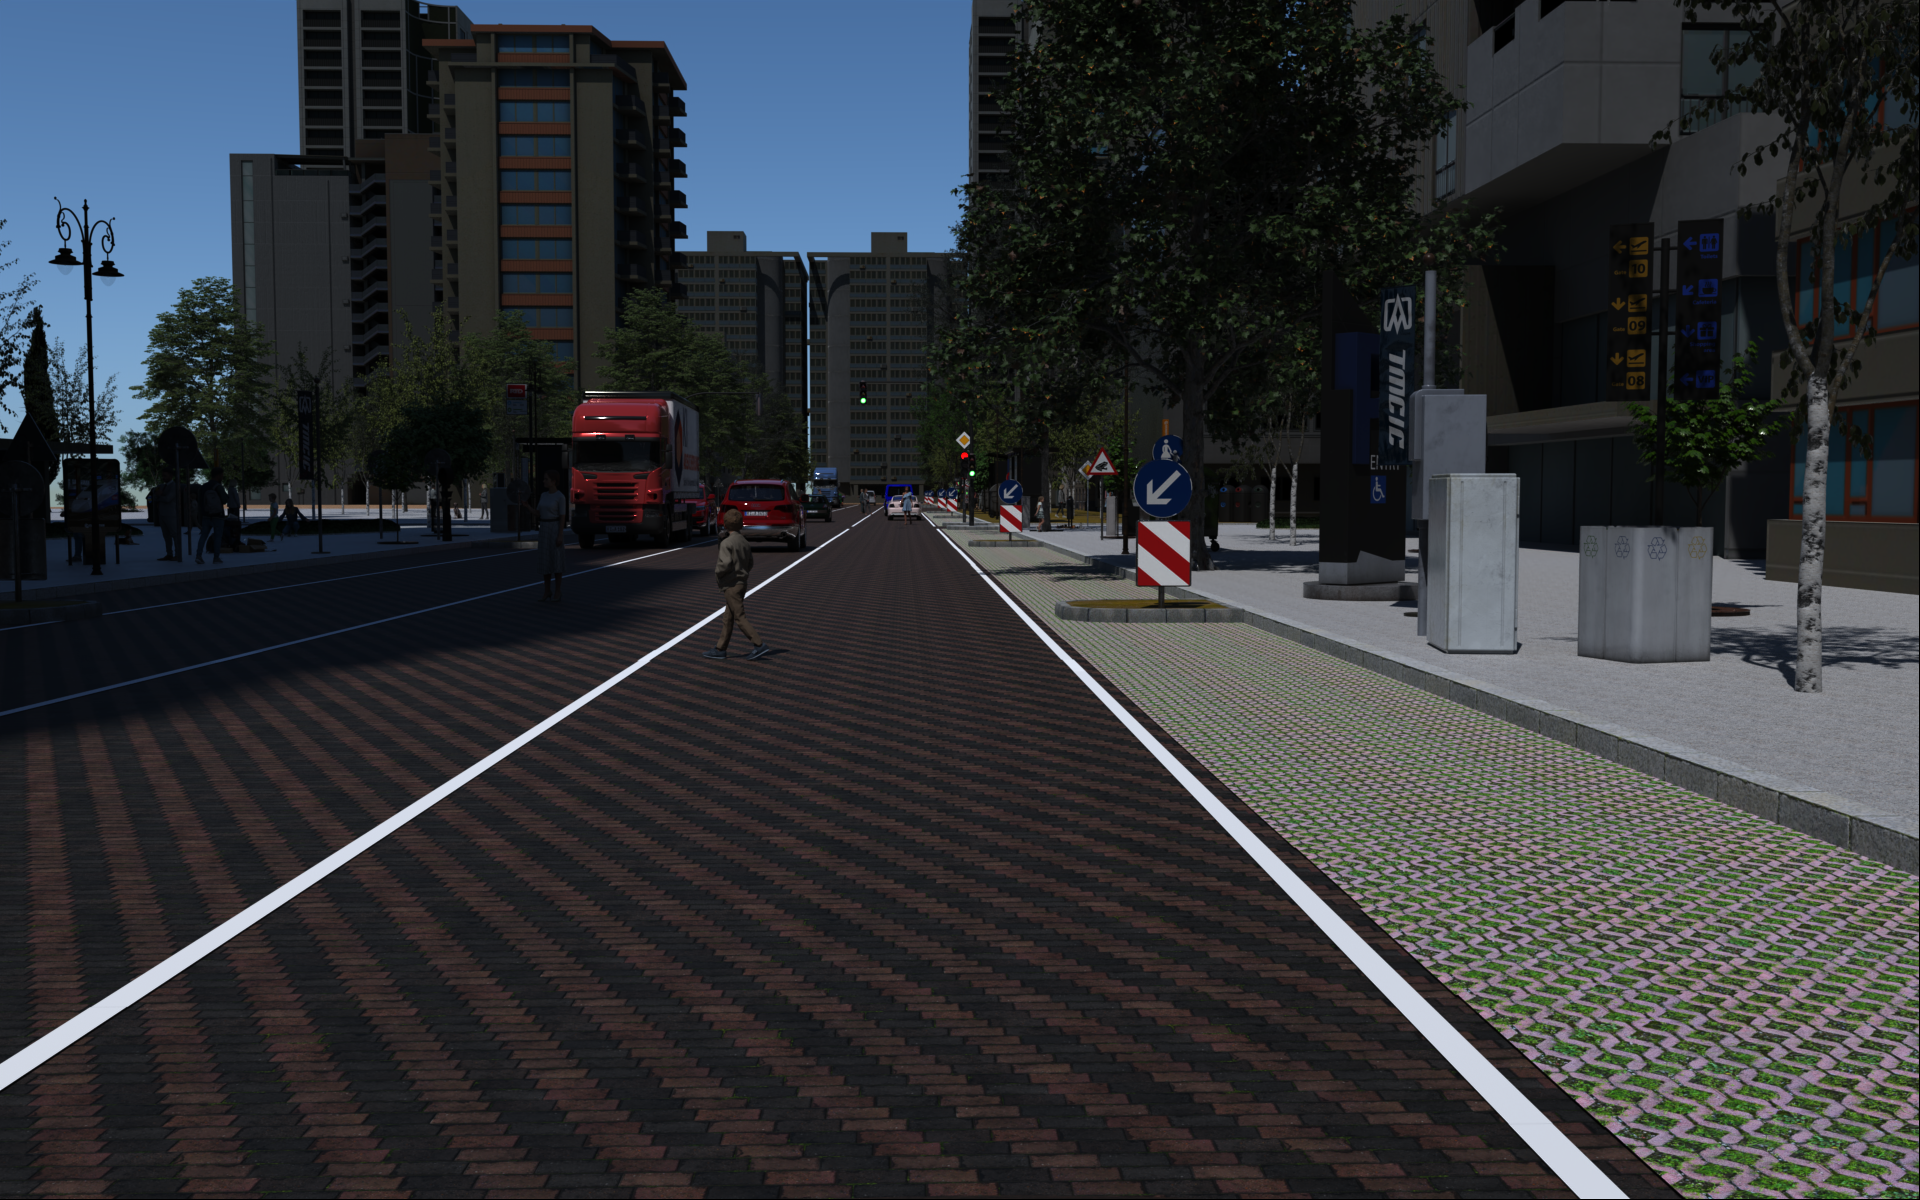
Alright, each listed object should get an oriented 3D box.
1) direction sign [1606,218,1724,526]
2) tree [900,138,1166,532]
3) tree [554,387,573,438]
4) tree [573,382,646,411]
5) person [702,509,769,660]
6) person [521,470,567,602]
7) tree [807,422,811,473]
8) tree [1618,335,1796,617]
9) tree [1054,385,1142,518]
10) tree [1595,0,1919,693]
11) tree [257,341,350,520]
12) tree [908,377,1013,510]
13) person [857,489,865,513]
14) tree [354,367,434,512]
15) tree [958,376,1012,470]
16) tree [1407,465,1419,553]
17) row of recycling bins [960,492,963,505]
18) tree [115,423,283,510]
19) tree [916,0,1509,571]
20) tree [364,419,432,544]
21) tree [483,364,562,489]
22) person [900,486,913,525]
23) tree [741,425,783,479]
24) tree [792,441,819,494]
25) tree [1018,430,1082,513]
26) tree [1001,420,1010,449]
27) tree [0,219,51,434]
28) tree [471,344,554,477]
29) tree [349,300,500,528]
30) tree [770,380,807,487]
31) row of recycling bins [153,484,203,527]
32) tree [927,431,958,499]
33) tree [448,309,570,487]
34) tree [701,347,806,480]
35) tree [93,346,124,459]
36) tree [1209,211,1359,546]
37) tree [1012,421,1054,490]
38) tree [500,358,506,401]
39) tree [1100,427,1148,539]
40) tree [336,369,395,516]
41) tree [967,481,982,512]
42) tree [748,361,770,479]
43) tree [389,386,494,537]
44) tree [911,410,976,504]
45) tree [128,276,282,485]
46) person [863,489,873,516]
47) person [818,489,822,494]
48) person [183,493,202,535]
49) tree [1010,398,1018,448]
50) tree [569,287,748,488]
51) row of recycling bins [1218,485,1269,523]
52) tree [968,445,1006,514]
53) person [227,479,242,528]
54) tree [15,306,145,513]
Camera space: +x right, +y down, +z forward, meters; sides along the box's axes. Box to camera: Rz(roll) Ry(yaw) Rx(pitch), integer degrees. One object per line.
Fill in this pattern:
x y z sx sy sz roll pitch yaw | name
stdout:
5.861 -1.375 14.482 0.876 3.537 0.379 1 4 22 | direction sign
2.817 -9.096 59.095 12.009 13.543 11.850 0 3 0 | tree
-25.398 -10.159 116.466 4.737 8.622 4.395 0 3 0 | tree
-21.288 -9.694 108.854 4.737 8.622 4.395 0 3 0 | tree
-1.952 -0.133 14.954 0.640 1.303 0.475 1 4 11 | person
-5.521 -0.857 23.079 0.480 1.755 0.524 2 4 27 | person
-20.734 -17.020 196.399 7.486 12.596 7.792 0 3 0 | tree
7.859 -1.471 18.647 1.663 3.219 1.824 0 3 0 | tree
7.447 -8.578 90.612 4.737 8.622 4.395 0 3 0 | tree
5.751 -3.707 10.972 4.360 8.622 3.978 0 3 0 | tree
-31.337 -8.199 84.422 4.737 8.622 4.395 0 3 0 | tree
0.872 -13.277 142.836 9.928 11.665 9.643 0 3 0 | tree
-7.338 -7.336 128.614 0.590 1.801 0.661 -2 4 -23 | person
-40.190 -11.700 125.705 8.767 10.594 7.601 0 4 0 | tree
2.297 -9.574 106.900 4.737 8.622 4.395 0 3 0 | tree
10.507 -2.651 37.951 1.663 3.219 1.824 0 3 0 | tree
0.597 -7.960 137.252 1.069 1.692 3.534 0 4 -3 | row of recycling bins
-60.370 -10.664 137.270 20.602 7.101 11.467 2 4 27 | tree
4.020 -6.847 28.953 9.611 12.733 9.660 0 3 0 | tree
-14.392 -3.059 44.623 1.663 3.219 1.824 0 3 0 | tree
-24.920 -9.016 97.775 4.360 8.622 3.978 0 3 0 | tree
-2.504 -4.436 81.129 0.616 1.811 0.778 1 4 17 | person
-18.064 -12.461 154.097 4.360 8.622 3.978 0 3 0 | tree
-20.401 -16.983 228.032 4.737 8.622 4.395 0 3 0 | tree
6.292 -10.126 115.923 4.360 8.622 3.978 0 3 0 | tree
5.254 -11.317 135.392 4.360 8.622 3.978 0 3 0 | tree
-25.220 -5.703 43.612 4.360 8.622 3.978 0 3 0 | tree
-37.266 -14.192 142.403 12.009 13.543 11.850 0 3 0 | tree
-20.329 -7.078 66.084 4.737 8.622 4.395 0 3 0 | tree
-18.894 -14.870 161.244 7.486 12.596 7.792 0 3 0 | tree
-30.475 -3.744 68.331 3.534 1.692 1.069 2 4 29 | row of recycling bins
-1.328 -14.623 189.454 4.737 8.622 4.395 0 3 0 | tree
-27.719 -11.494 106.056 7.486 12.596 7.792 0 3 0 | tree
-17.923 -14.233 143.075 12.009 13.543 11.850 0 3 0 | tree
-42.065 -8.054 82.041 4.360 8.622 3.978 0 3 0 | tree
8.244 -5.664 42.963 4.360 8.622 3.978 0 3 0 | tree
6.369 -9.166 100.226 4.737 8.622 4.395 0 3 0 | tree
-23.041 -7.907 79.640 4.737 8.622 4.395 0 3 0 | tree
4.537 -3.393 50.072 1.663 3.219 1.824 0 3 0 | tree
-35.098 -9.311 102.597 4.360 8.622 3.978 0 3 0 | tree
1.202 -7.979 125.062 1.663 3.219 1.824 0 3 0 | tree
-17.582 -12.417 121.137 7.486 12.596 7.792 0 3 0 | tree
-15.756 -4.230 52.874 4.285 4.588 4.351 0 3 0 | tree
-1.581 -19.759 229.718 9.857 13.997 8.962 0 3 0 | tree
-39.363 -10.552 90.649 7.486 12.596 7.792 0 3 0 | tree
-6.153 -6.534 115.599 0.573 1.790 0.520 3 4 36 | person
-10.267 -7.287 127.826 0.473 1.802 0.592 3 5 44 | person
-24.260 -2.724 54.853 0.640 1.303 0.475 -2 4 -27 | person
5.794 -10.498 122.011 4.360 8.622 3.978 0 3 0 | tree
-16.708 -10.840 95.363 7.486 12.596 7.792 0 3 0 | tree
12.496 -4.383 78.770 3.534 1.692 1.069 3 5 42 | row of recycling bins
1.693 -7.933 113.410 4.285 4.588 4.351 0 3 0 | tree
-25.035 -3.262 59.561 0.709 1.800 0.728 3 5 42 | person
-66.532 -13.237 118.240 13.155 14.587 18.604 2 4 33 | tree
